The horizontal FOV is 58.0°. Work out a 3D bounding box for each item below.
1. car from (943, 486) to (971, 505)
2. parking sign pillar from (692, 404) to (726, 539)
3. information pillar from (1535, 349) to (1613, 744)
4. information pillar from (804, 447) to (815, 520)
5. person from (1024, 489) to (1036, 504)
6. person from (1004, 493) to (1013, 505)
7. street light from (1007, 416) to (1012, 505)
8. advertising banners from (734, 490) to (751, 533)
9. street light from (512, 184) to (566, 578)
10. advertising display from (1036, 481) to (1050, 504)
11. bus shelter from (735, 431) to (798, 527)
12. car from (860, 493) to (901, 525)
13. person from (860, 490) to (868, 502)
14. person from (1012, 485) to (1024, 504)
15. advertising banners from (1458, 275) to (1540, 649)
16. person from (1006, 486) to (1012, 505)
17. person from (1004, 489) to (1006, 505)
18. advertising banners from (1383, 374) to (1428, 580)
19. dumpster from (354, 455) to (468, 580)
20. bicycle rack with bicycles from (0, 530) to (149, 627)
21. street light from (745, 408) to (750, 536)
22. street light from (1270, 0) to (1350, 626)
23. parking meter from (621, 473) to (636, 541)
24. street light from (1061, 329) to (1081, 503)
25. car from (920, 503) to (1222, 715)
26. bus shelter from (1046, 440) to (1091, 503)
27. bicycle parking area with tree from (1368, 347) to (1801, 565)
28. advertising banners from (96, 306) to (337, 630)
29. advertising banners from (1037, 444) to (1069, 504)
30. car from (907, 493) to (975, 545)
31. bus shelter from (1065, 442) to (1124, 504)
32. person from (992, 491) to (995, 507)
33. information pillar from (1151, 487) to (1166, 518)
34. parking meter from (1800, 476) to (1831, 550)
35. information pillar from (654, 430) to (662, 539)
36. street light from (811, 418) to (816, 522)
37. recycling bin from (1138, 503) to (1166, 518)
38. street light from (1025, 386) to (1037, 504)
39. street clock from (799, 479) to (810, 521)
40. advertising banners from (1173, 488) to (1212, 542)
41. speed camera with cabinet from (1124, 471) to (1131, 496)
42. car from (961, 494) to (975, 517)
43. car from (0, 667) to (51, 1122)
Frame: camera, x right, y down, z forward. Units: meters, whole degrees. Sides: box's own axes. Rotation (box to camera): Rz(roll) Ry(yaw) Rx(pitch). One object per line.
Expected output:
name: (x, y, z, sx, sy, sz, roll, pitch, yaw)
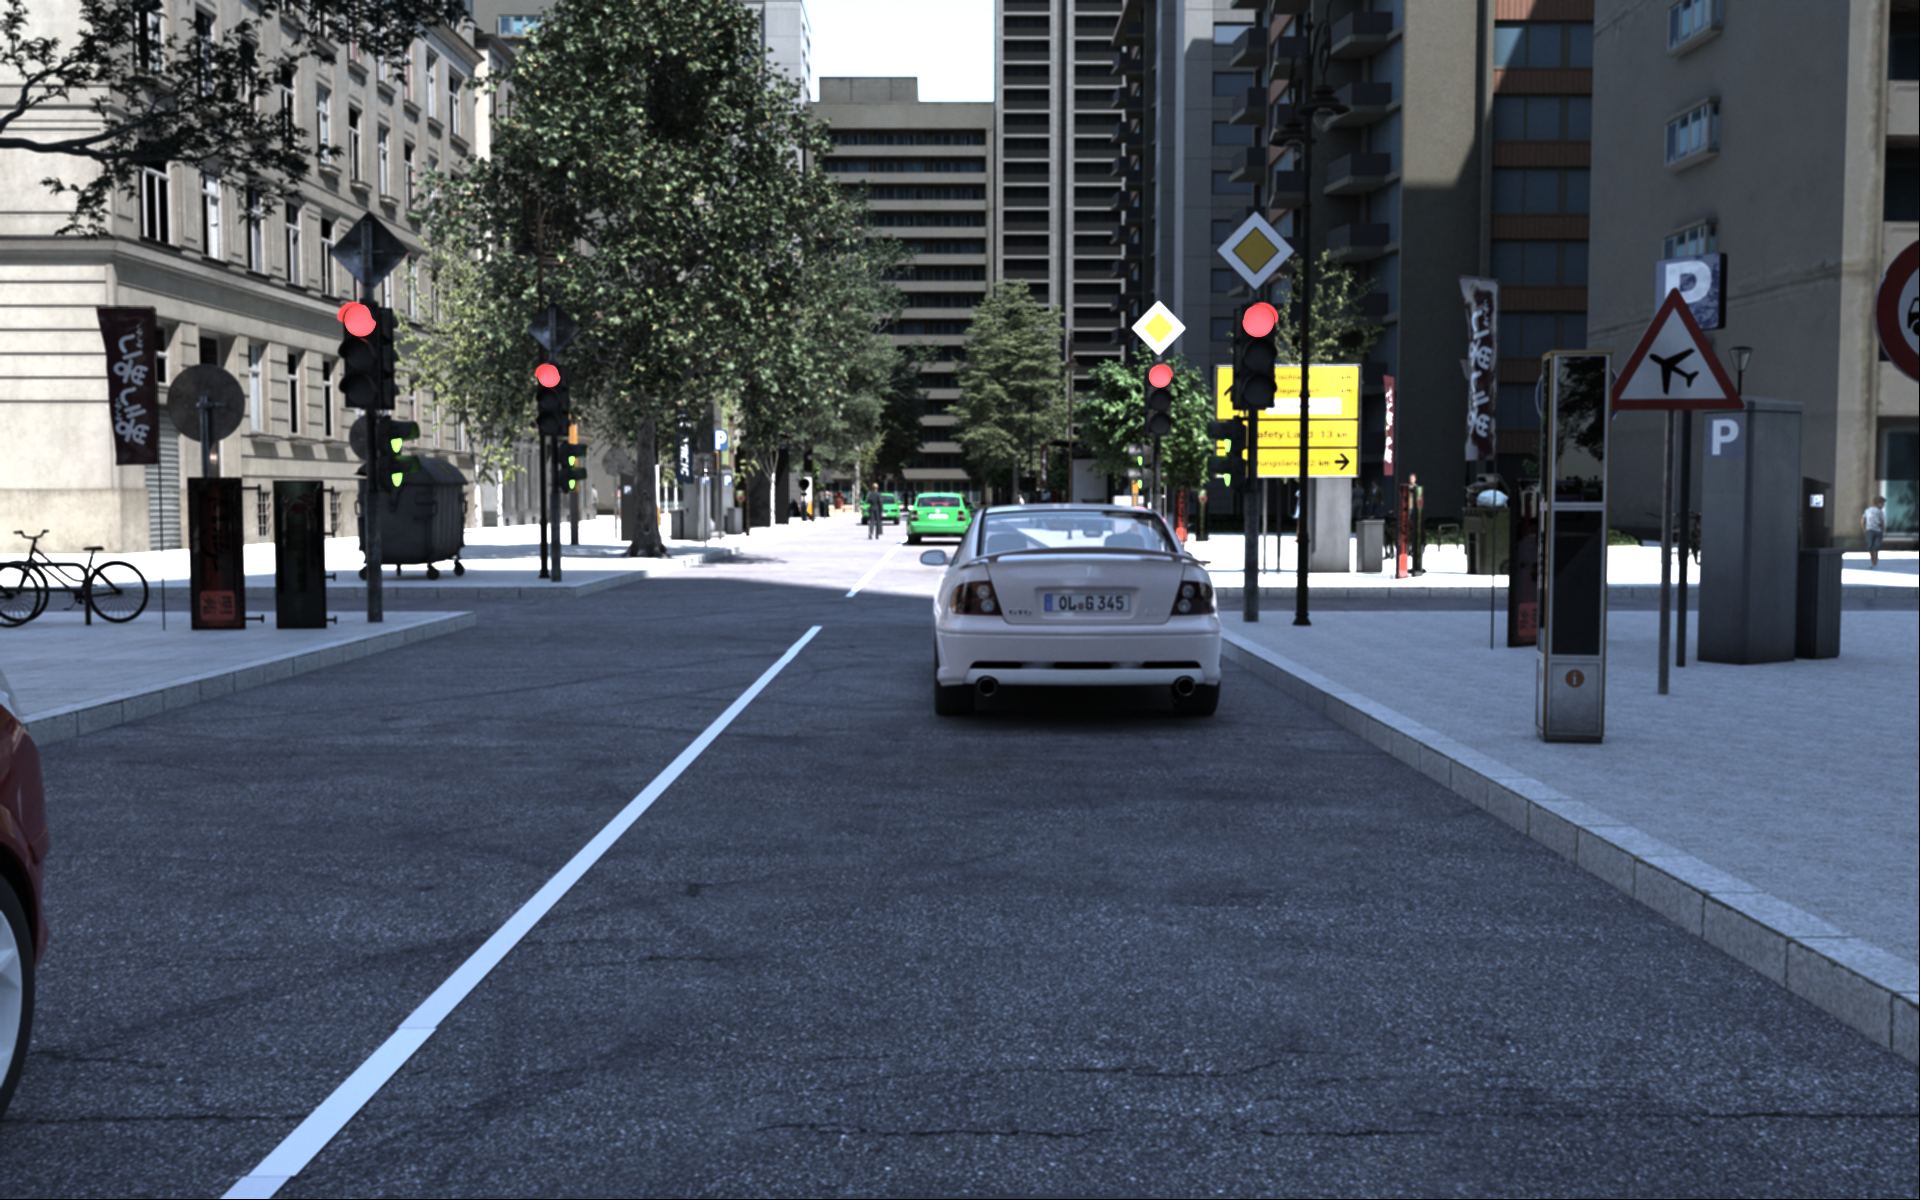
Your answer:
car: (-0.629, -3.786, 70.948, 2.155, 1.783, 4.494, 0, 4, 1)
parking sign pillar: (-7.553, -3.788, 50.399, 1.447, 3.967, 1.447, 1, 4, 10)
information pillar: (3.181, -0.275, 8.990, 0.304, 2.012, 0.304, 1, 4, 10)
information pillar: (-7.377, -5.701, 84.574, 0.504, 3.616, 0.183, 1, 4, 15)
person: (5.285, -7.534, 130.009, 1.217, 1.735, 0.721, 3, 5, 44)
person: (3.949, -8.374, 143.779, 1.217, 1.723, 0.721, -1, 4, -17)
street light: (2.937, -7.787, 100.102, 0.468, 5.910, 1.993, 0, 4, 0)
advertising banners: (-7.945, -3.725, 57.086, 2.074, 3.025, 0.090, 0, 4, 4)
street light: (-6.338, -3.269, 26.240, 0.468, 5.910, 1.993, 0, 4, 0)
advertising display: (4.133, -4.790, 83.528, 0.974, 1.923, 0.123, -1, 4, -11)
bus shelter: (-7.463, -4.672, 67.678, 1.731, 3.624, 6.357, 0, 4, 0)
car: (-3.730, -4.448, 81.525, 1.959, 1.807, 4.718, 0, 4, -2)
person: (-8.412, -8.964, 153.332, 1.217, 1.735, 0.721, -2, 4, -26)
person: (3.652, -6.194, 107.317, 0.705, 1.824, 1.348, 2, 4, 31)
advertising banners: (4.807, -1.123, 14.548, 2.074, 3.025, 0.090, -3, 4, -37)
person: (3.266, -6.665, 114.982, 0.705, 1.831, 1.348, 0, 4, -7)
person: (4.301, -10.035, 170.842, 0.721, 1.735, 1.217, -2, 4, -24)
advertising banners: (6.693, -1.830, 26.105, 0.090, 3.025, 2.074, 2, 4, 32)
dumpster: (-8.353, -1.262, 26.389, 1.264, 1.857, 1.865, 0, 4, 0)
bicycle rack with bicycles: (-9.646, -0.179, 16.303, 2.925, 0.926, 2.852, 0, 4, 7)
street light: (-6.450, -4.873, 52.462, 0.468, 5.910, 1.993, 0, 4, 0)
street light: (3.350, -2.691, 16.789, 0.468, 5.910, 1.993, 0, 4, 0)
parking meter: (-8.982, -2.524, 46.973, 0.399, 1.863, 0.255, 0, 4, -4)
street light: (3.100, -4.644, 48.710, 0.468, 5.910, 1.993, 0, 4, 0)
car: (0.739, -0.015, 12.610, 2.083, 1.381, 4.827, 0, 4, 0)
bus shelter: (4.866, -5.282, 77.639, 1.731, 3.624, 6.357, 0, 4, 0)
bicycle parking area with tree: (12.837, -2.936, 35.010, 8.231, 4.147, 9.016, 3, 5, 42)
advertising banners: (-6.991, -1.231, 16.313, 2.074, 3.025, 0.090, -1, 4, -8)
advertising banners: (3.271, -3.899, 59.935, 0.090, 3.025, 2.074, -2, 4, -25)
car: (-0.561, -2.522, 50.024, 1.959, 1.807, 4.718, 0, 4, 1)
bus shelter: (5.030, -4.273, 63.792, 2.014, 3.302, 5.546, 0, 3, 0)
person: (3.431, -10.142, 173.334, 0.415, 1.643, 0.593, 2, 4, 25)
information pillar: (5.437, -2.632, 47.531, 0.304, 2.012, 0.304, 3, 5, 42)
parking meter: (12.196, -0.996, 24.694, 0.372, 1.533, 0.369, 0, 3, 0)
information pillar: (-8.732, -3.538, 49.205, 0.504, 3.616, 0.183, 3, 5, 39)
street light: (-6.678, -6.462, 78.435, 0.468, 5.910, 1.993, 0, 4, 0)
recycling bin: (5.477, -2.307, 50.269, 0.722, 1.027, 0.722, -3, 4, -36)
street light: (3.051, -6.215, 74.406, 0.468, 5.910, 1.993, 0, 4, 0)
street clock: (-7.303, -4.686, 81.188, 0.471, 2.002, 0.358, -2, 4, -32)
advertising banners: (5.905, -3.051, 46.079, 2.074, 3.025, 0.090, -2, 4, -33)
speed camera with cabinet: (5.725, -4.546, 68.659, 2.038, 3.252, 0.660, 0, 4, 0)
car: (-0.322, -4.322, 80.884, 2.015, 1.641, 3.980, 0, 4, 1)
car: (-2.968, 0.422, 2.149, 2.155, 1.783, 4.494, 0, 4, 0)
